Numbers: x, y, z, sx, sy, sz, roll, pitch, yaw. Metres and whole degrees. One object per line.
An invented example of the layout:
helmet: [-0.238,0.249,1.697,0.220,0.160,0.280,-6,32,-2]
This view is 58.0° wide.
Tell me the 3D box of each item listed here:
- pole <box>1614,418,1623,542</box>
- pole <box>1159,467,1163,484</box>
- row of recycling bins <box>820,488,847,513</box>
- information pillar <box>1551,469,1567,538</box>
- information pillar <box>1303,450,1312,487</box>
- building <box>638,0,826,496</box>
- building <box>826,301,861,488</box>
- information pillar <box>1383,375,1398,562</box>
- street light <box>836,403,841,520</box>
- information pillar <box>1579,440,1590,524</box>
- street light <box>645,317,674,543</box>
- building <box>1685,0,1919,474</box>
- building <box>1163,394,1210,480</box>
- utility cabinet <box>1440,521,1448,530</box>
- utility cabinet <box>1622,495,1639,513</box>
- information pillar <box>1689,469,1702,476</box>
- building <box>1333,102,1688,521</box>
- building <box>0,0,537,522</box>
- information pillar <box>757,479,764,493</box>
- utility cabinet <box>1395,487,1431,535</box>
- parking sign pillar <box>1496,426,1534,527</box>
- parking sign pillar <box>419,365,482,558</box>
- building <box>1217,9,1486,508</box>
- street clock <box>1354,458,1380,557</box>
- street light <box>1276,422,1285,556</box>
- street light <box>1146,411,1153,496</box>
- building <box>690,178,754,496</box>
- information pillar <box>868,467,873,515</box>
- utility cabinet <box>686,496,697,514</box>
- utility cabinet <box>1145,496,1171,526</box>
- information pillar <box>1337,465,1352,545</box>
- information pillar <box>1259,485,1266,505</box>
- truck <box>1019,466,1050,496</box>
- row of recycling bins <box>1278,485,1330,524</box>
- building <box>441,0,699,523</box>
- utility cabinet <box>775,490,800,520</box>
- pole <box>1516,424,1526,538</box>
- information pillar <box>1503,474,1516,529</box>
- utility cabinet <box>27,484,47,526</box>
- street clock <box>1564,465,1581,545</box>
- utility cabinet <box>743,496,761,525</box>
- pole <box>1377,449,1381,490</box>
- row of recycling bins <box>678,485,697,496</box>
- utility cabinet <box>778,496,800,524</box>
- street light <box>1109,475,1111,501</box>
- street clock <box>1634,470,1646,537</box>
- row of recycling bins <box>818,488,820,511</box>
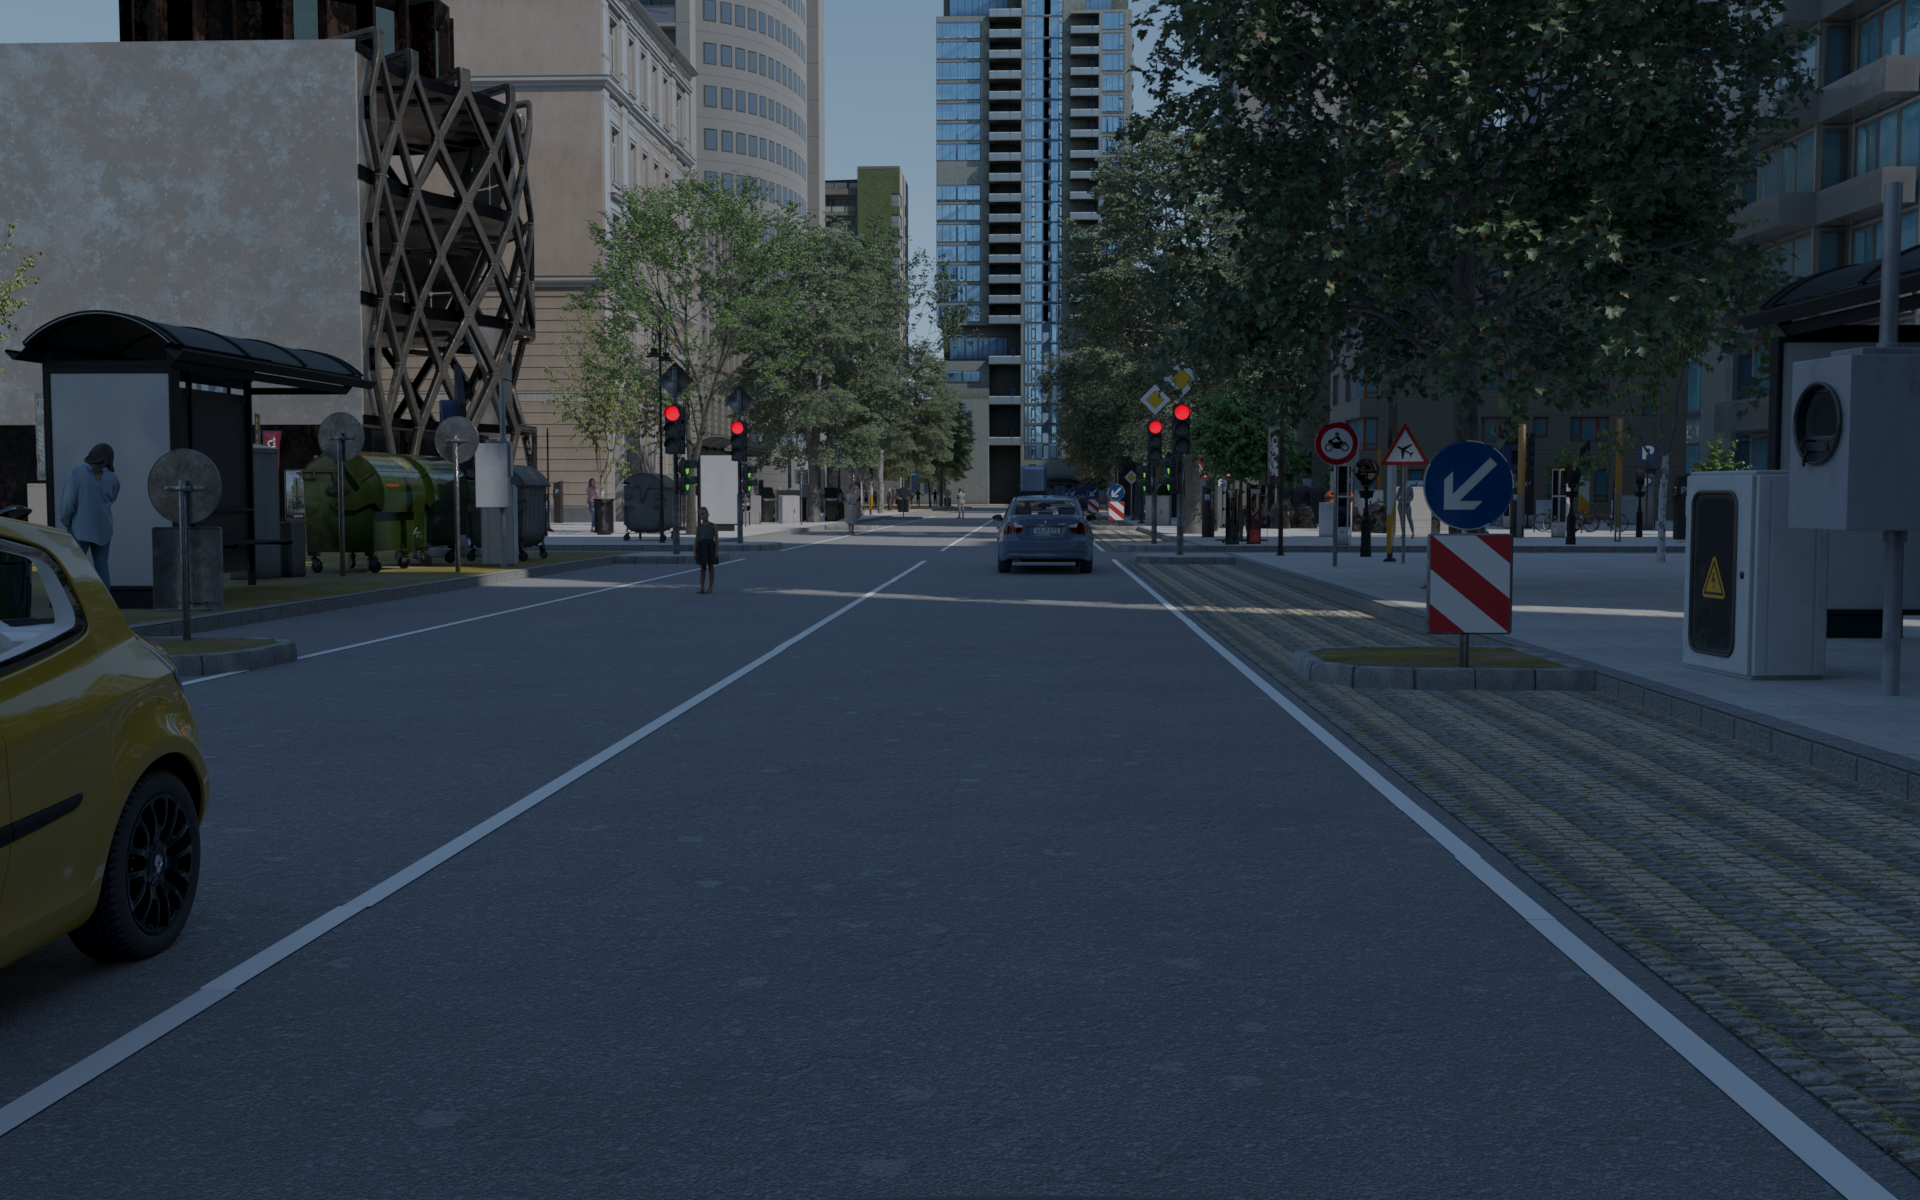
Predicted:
pole: [17.688,-3.221,46.511,0.158,3.312,0.155,0,3,0]
pole: [11.773,-6.581,101.438,0.158,3.312,0.155,0,3,0]
row of recycling bins: [-8.017,-6.524,113.784,1.069,1.692,3.534,1,4,11]
information pillar: [17.603,-2.838,50.887,0.304,2.012,0.304,-2,4,-26]
information pillar: [18.444,-6.152,91.939,0.504,3.616,0.183,-2,4,-26]
building: [-22.649,-36.254,134.745,21.231,58.520,28.212,0,4,2]
building: [-25.772,-20.181,174.997,28.899,21.520,27.650,0,4,2]
information pillar: [8.196,-2.538,32.852,0.183,3.616,0.504,2,4,25]
street light: [-5.963,-6.878,85.246,0.468,5.910,1.993,0,4,2]
information pillar: [26.946,-5.098,74.710,0.504,3.616,0.183,-1,4,-19]
street light: [-7.833,-4.438,45.356,0.468,5.910,1.993,0,4,2]
building: [43.602,-27.119,63.003,30.456,49.044,23.786,0,4,2]
building: [35.251,-19.924,170.794,27.650,21.520,28.899,0,4,2]
utility cabinet: [16.916,-3.153,60.224,1.173,1.500,0.318,1,4,9]
utility cabinet: [31.714,-4.347,82.227,1.020,1.237,0.306,2,4,30]
information pillar: [21.437,-2.816,50.533,0.304,2.012,0.304,1,4,17]
building: [33.769,-15.422,97.193,27.650,21.520,28.899,0,4,2]
building: [-24.291,-11.915,62.270,16.820,18.784,16.811,0,4,2]
information pillar: [-9.990,-5.035,86.817,0.304,2.012,0.304,-1,4,-10]
utility cabinet: [13.881,-2.729,53.301,1.173,1.500,0.318,0,4,-7]
parking sign pillar: [21.810,-4.859,67.913,1.447,3.967,1.447,0,4,2]
parking sign pillar: [-10.364,-2.877,35.507,1.447,3.967,1.447,-1,4,-20]
building: [31.656,-36.654,141.291,21.231,58.520,28.212,0,4,2]
street clock: [8.289,-1.881,35.327,0.471,2.002,0.358,2,4,28]
street light: [6.683,-3.863,35.944,0.468,5.910,1.993,0,4,2]
street light: [8.549,-6.424,77.820,0.468,5.910,1.993,0,4,2]
building: [-18.737,-15.703,105.899,9.793,20.994,18.267,0,4,2]
information pillar: [-5.531,-7.107,107.549,0.183,3.616,0.504,-1,4,-20]
utility cabinet: [-11.338,-3.794,73.191,0.306,1.237,1.020,-3,5,-42]
utility cabinet: [8.018,-3.603,70.067,1.020,1.237,0.306,2,4,26]
information pillar: [9.615,-2.379,43.387,0.304,2.012,0.304,2,4,25]
information pillar: [16.201,-5.404,92.846,0.304,2.012,0.304,-1,4,-10]
truck: [6.485,-10.252,157.385,2.967,4.110,18.799,0,4,4]
row of recycling bins: [15.335,-4.172,75.327,1.069,1.692,3.534,-3,5,-44]
building: [-21.489,-18.389,86.561,13.634,28.700,20.117,0,4,2]
utility cabinet: [-8.358,-4.601,83.907,1.173,1.500,0.318,-1,4,-22]
pole: [16.393,-3.470,50.584,0.158,3.312,0.155,0,3,0]
information pillar: [20.368,-3.654,64.229,0.304,2.012,0.304,-3,4,-37]
utility cabinet: [-19.201,-1.720,36.808,1.173,1.500,0.318,1,4,16]
street clock: [15.494,-2.404,43.881,0.358,2.002,0.471,0,4,-7]
utility cabinet: [-8.926,-3.787,73.085,1.020,1.237,0.306,0,4,4]
pole: [18.976,-5.176,78.469,0.158,3.312,0.155,0,3,0]
row of recycling bins: [-12.479,-4.447,79.825,3.534,1.692,1.069,-1,4,-12]
utility cabinet: [-7.418,-3.917,75.205,0.306,1.237,1.020,3,5,42]
street light: [10.316,-8.940,118.963,0.468,5.910,1.993,0,4,2]
street clock: [20.142,-2.859,51.314,0.358,2.002,0.471,1,4,18]
row of recycling bins: [-9.605,-6.815,118.535,1.069,1.692,3.534,1,4,19]
